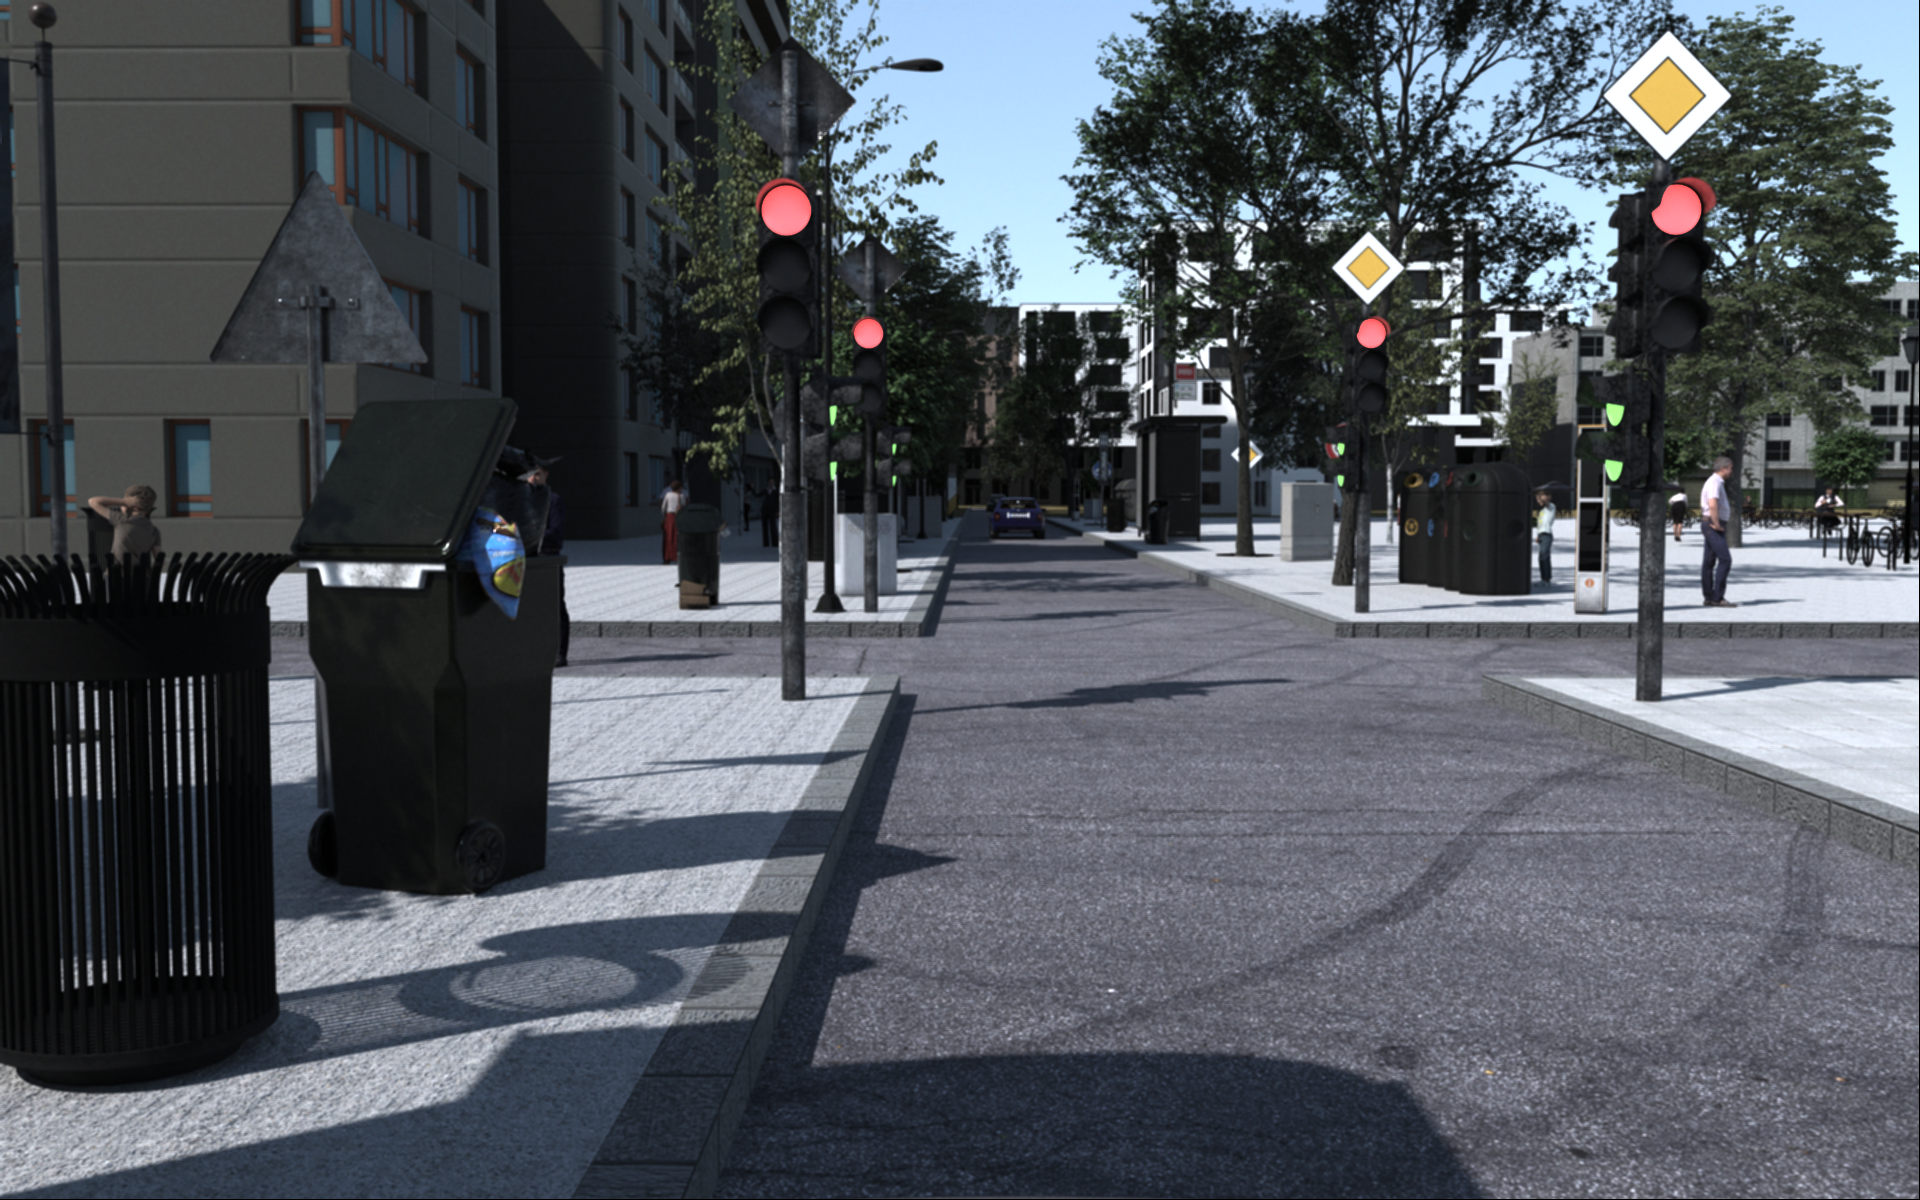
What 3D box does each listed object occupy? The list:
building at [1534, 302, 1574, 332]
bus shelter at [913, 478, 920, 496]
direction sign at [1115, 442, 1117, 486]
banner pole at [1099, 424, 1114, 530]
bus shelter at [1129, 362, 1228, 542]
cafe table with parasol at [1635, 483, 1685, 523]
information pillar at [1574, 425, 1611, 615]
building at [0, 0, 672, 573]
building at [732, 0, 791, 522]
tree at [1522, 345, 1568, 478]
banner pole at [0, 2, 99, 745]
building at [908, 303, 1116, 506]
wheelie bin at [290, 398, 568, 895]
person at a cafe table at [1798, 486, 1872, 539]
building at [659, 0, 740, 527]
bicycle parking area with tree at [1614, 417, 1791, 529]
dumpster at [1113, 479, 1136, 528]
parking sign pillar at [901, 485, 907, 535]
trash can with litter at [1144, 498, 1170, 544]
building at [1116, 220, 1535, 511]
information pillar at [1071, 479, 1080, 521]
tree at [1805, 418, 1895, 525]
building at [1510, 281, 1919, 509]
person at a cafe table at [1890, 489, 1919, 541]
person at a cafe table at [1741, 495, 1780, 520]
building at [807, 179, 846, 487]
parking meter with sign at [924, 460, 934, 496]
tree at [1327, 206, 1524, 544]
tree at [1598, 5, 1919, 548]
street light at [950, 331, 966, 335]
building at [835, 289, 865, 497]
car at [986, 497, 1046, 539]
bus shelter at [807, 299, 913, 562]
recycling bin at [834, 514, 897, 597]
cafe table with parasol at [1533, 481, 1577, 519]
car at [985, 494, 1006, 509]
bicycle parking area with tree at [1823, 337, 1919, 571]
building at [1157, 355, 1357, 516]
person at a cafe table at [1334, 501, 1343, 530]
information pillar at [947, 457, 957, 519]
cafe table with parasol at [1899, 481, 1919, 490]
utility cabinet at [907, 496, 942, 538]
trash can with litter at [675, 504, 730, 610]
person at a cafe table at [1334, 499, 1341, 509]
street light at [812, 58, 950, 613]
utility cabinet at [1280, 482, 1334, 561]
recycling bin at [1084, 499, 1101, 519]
[{"bbox_3d":[48.981,-21.692,198.635,32.646,21.610,27.936,0,4,1],"label":"building"},{"bbox_3d":[-2.316,-5.017,59.655,2.179,5.291,8.768,0,4,0],"label":"bus shelter"},{"bbox_3d":[6.882,-5.156,76.297,0.379,3.537,0.876,0,4,8],"label":"direction sign"},{"bbox_3d":[5.222,-4.371,61.477,0.863,3.779,0.401,-3,4,-36],"label":"banner pole"},{"bbox_3d":[6.137,-4.455,50.473,2.179,5.291,8.768,0,4,0],"label":"bus shelter"},{"bbox_3d":[30.245,-4.293,75.061,2.610,1.966,2.610,-1,4,-19],"label":"cafe table with parasol"},{"bbox_3d":[6.763,-0.857,18.500,0.304,2.012,0.304,2,4,28],"label":"information pillar"},{"bbox_3d":[-23.405,-12.044,41.959,27.650,21.520,28.899,0,4,1],"label":"building"},{"bbox_3d":[-19.623,-27.949,80.667,21.300,48.544,21.600,0,4,1],"label":"building"},{"bbox_3d":[28.014,-8.292,85.936,4.737,8.622,4.395,0,3,0],"label":"tree"},{"bbox_3d":[-4.858,-1.149,8.796,0.863,3.779,0.401,-3,4,-37],"label":"banner pole"},{"bbox_3d":[4.357,-21.737,199.366,32.646,21.610,27.936,0,4,1],"label":"building"},{"bbox_3d":[-1.769,0.128,5.812,0.980,1.594,0.693,1,4,23],"label":"wheelie bin"},{"bbox_3d":[25.010,-2.519,49.696,1.698,1.524,1.622,1,4,12],"label":"person at a cafe table"},{"bbox_3d":[-16.083,-23.190,62.744,14.154,41.232,14.086,0,4,1],"label":"building"},{"bbox_3d":[29.649,-4.899,67.095,9.016,4.147,8.231,2,4,32],"label":"bicycle parking area with tree"},{"bbox_3d":[6.735,-3.836,68.481,1.264,1.857,1.865,0,4,0],"label":"dumpster"},{"bbox_3d":[-2.070,-4.025,54.283,1.447,3.967,1.447,1,4,12],"label":"parking sign pillar"},{"bbox_3d":[4.952,-2.010,44.243,0.624,1.170,1.055,-1,4,-13],"label":"trash can with litter"},{"bbox_3d":[28.665,-18.449,145.609,27.936,21.610,32.646,0,4,1],"label":"building"},{"bbox_3d":[5.481,-4.747,82.108,0.304,2.012,0.304,-1,4,-23],"label":"information pillar"},{"bbox_3d":[37.725,-5.491,73.489,4.285,4.588,4.351,0,3,0],"label":"tree"},{"bbox_3d":[66.877,-17.494,152.491,31.486,18.905,16.747,0,4,1],"label":"building"},{"bbox_3d":[25.559,-2.279,45.774,1.622,1.524,1.698,-3,5,-43],"label":"person at a cafe table"},{"bbox_3d":[39.902,-4.661,87.070,1.698,1.238,1.726,0,4,-7],"label":"person at a cafe table"},{"bbox_3d":[-22.379,-16.300,110.485,27.936,21.610,32.646,0,4,1],"label":"building"},{"bbox_3d":[-2.094,-5.565,87.248,0.543,3.016,1.738,3,5,40],"label":"parking meter with sign"},{"bbox_3d":[11.157,-5.740,44.209,4.737,8.622,4.395,0,3,0],"label":"tree"},{"bbox_3d":[18.815,-7.507,40.863,7.486,12.596,7.792,0,3,0],"label":"tree"},{"bbox_3d":[-0.544,-4.701,49.408,1.470,5.913,1.316,0,4,1],"label":"street light"},{"bbox_3d":[-15.684,-17.612,144.370,16.016,20.091,11.380,0,4,1],"label":"building"},{"bbox_3d":[1.828,-2.659,56.056,1.945,1.354,3.894,0,3,0],"label":"car"},{"bbox_3d":[-2.324,-3.634,37.046,2.179,5.291,8.768,0,4,1],"label":"bus shelter"},{"bbox_3d":[-1.213,-0.581,22.061,0.722,1.027,0.722,-1,4,-12],"label":"recycling bin"},{"bbox_3d":[31.203,-5.259,90.856,2.610,1.966,2.610,-2,4,-32],"label":"cafe table with parasol"},{"bbox_3d":[3.145,-8.160,145.219,2.131,1.459,4.920,0,4,0],"label":"car"},{"bbox_3d":[20.006,-2.701,31.158,8.231,4.147,9.016,2,4,31],"label":"bicycle parking area with tree"},{"bbox_3d":[19.152,-10.618,115.759,9.099,9.664,28.070,0,4,1],"label":"building"},{"bbox_3d":[11.110,-2.651,54.203,1.726,1.238,1.698,1,4,12],"label":"person at a cafe table"},{"bbox_3d":[-0.419,-5.947,88.583,0.504,3.616,0.183,-2,4,-25],"label":"information pillar"},{"bbox_3d":[32.915,-3.246,57.937,2.610,1.966,2.610,3,4,36],"label":"cafe table with parasol"},{"bbox_3d":[-1.042,-2.419,50.720,1.020,1.237,0.306,0,3,0],"label":"utility cabinet"},{"bbox_3d":[-2.921,-0.505,19.636,0.624,1.170,1.055,0,4,-7],"label":"trash can with litter"},{"bbox_3d":[15.527,-3.902,72.313,1.698,1.524,1.622,3,4,36],"label":"person at a cafe table"},{"bbox_3d":[-0.877,-2.819,18.638,1.470,5.913,1.316,0,4,1],"label":"street light"},{"bbox_3d":[6.672,-1.500,33.202,1.173,1.500,0.318,-3,4,-37],"label":"utility cabinet"},{"bbox_3d":[6.836,-4.661,88.763,0.722,1.027,0.722,-3,4,-39],"label":"recycling bin"}]
